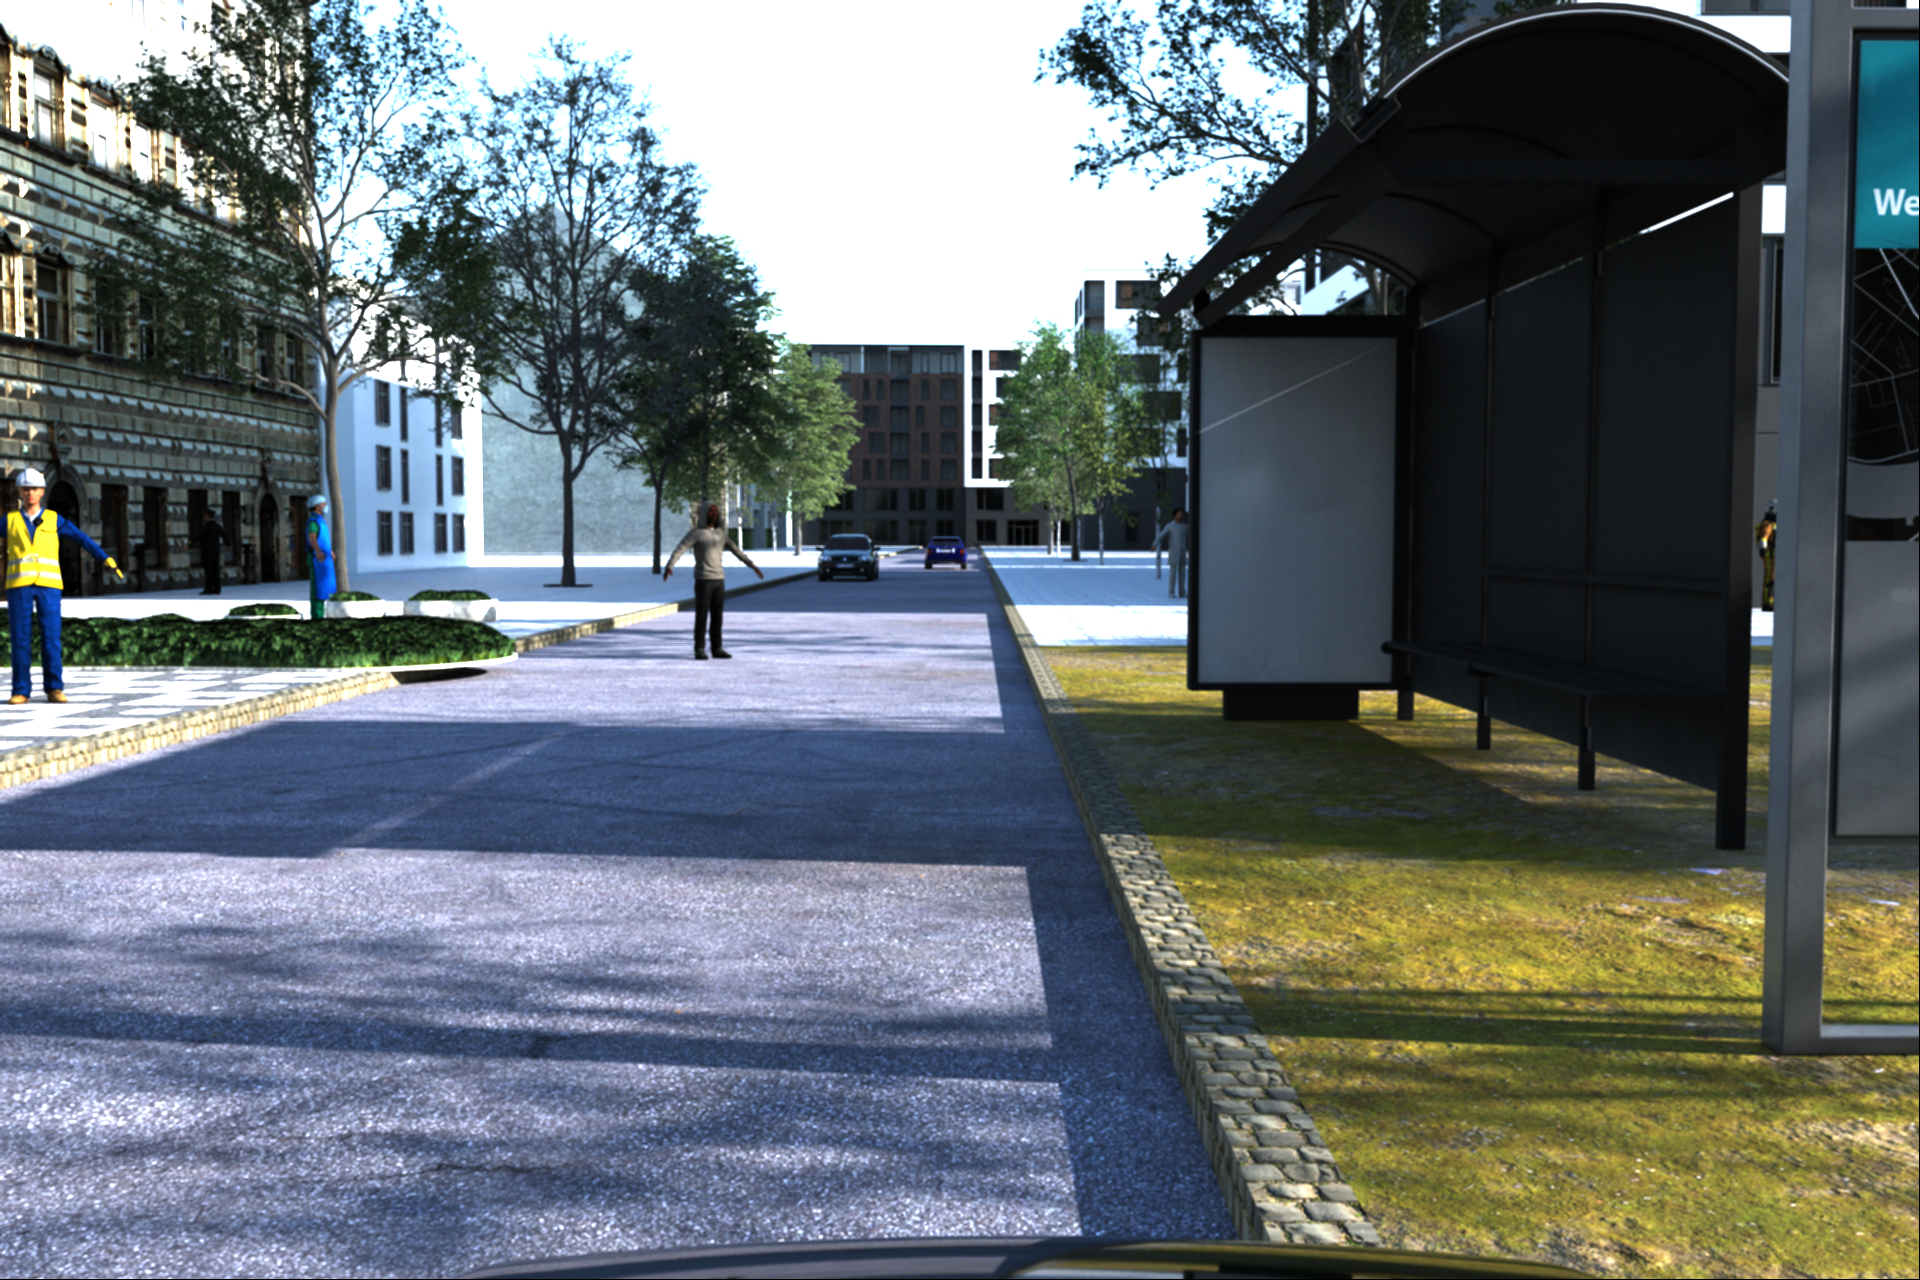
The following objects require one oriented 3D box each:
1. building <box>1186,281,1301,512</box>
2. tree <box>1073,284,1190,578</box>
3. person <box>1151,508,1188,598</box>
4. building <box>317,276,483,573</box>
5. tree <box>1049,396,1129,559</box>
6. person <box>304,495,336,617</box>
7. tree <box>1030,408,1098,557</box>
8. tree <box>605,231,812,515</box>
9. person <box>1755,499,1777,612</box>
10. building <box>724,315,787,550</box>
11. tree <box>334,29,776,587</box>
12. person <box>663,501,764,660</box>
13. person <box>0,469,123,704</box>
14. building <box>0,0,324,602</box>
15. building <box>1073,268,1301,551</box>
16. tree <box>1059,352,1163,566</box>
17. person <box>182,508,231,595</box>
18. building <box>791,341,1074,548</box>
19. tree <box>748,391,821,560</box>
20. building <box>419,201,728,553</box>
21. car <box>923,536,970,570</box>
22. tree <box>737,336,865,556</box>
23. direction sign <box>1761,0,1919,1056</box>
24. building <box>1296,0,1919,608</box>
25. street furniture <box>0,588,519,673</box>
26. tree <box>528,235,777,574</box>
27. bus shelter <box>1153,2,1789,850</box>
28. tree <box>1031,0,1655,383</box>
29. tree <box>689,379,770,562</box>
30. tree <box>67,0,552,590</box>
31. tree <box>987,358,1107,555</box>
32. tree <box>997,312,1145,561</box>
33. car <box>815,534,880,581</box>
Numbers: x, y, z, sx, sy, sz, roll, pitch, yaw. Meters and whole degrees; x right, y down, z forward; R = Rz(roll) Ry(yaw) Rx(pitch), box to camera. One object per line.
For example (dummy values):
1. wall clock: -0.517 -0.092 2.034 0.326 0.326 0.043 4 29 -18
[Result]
1. building: 22.304 -16.758 130.407 16.016 20.090 11.380 0 4 0
2. tree: 5.985 -6.104 50.160 4.360 8.622 3.978 0 3 0
3. person: 4.412 -1.760 34.968 1.347 1.806 0.705 -2 4 -23
4. building: -24.102 -7.852 70.533 9.099 9.664 28.070 0 4 0
5. tree: 5.942 -8.496 89.267 4.360 8.622 3.978 0 3 0
6. person: -8.762 -1.078 23.744 0.704 1.817 1.347 -1 4 -14
7. tree: 5.408 -9.054 98.394 4.360 8.622 3.978 0 3 0
8. tree: -9.445 -8.988 65.085 7.486 12.596 7.792 0 3 0
9. person: 13.474 -1.399 28.643 1.354 1.858 0.705 -3 5 -43
10. building: -25.651 -17.549 153.385 16.747 18.905 31.486 0 4 1
11. tree: -9.489 -8.049 41.970 12.009 13.543 11.850 0 3 0
12. person: -2.860 -0.690 19.865 1.348 1.813 0.705 -3 5 -42
13. person: -7.000 -0.405 13.090 1.216 1.772 0.721 -2 4 -26
14. building: -27.099 -12.727 39.019 19.493 23.208 18.063 0 4 -1
15. building: 23.587 -18.701 149.733 27.936 21.610 32.646 0 4 0
16. tree: 5.916 -7.325 70.131 4.737 8.622 4.395 0 3 0
17. person: -15.923 -1.886 36.764 0.705 1.837 1.347 1 4 19
18. building: -2.314 -21.371 195.843 32.646 21.610 27.936 0 4 -3
19. tree: -9.314 -8.311 86.246 4.360 8.622 3.978 0 3 0
20. building: -27.145 -17.897 123.550 19.493 23.208 18.063 0 4 0
21. car: -0.563 -3.589 71.263 1.945 1.354 3.894 0 4 0
22. tree: -9.386 -11.136 100.208 7.486 12.596 7.792 0 3 0
23. direction sign: 2.076 -0.909 3.628 2.525 3.948 1.411 0 4 -1
24. building: 22.471 -12.325 45.493 27.936 21.610 32.646 0 3 0
25. street furniture: -9.622 -0.146 18.013 10.072 0.657 5.734 0 4 -5
26. tree: -9.791 -7.376 55.008 8.767 10.594 7.601 0 4 3
27. bus shelter: 2.392 -0.946 9.388 2.014 3.302 5.546 0 4 -1
28. tree: 5.391 -5.316 21.331 8.767 10.594 7.601 -3 4 -39
29. tree: -9.790 -7.829 78.371 4.360 8.622 3.978 0 3 0
30. tree: -10.192 -5.683 27.327 7.601 10.594 8.767 -2 4 -27
31. tree: 5.180 -11.532 106.679 7.486 12.596 7.792 0 3 0
32. tree: 5.315 -9.546 81.838 9.928 11.665 9.643 0 3 0
33. car: -3.462 -2.707 54.045 2.009 1.686 4.222 0 3 0
